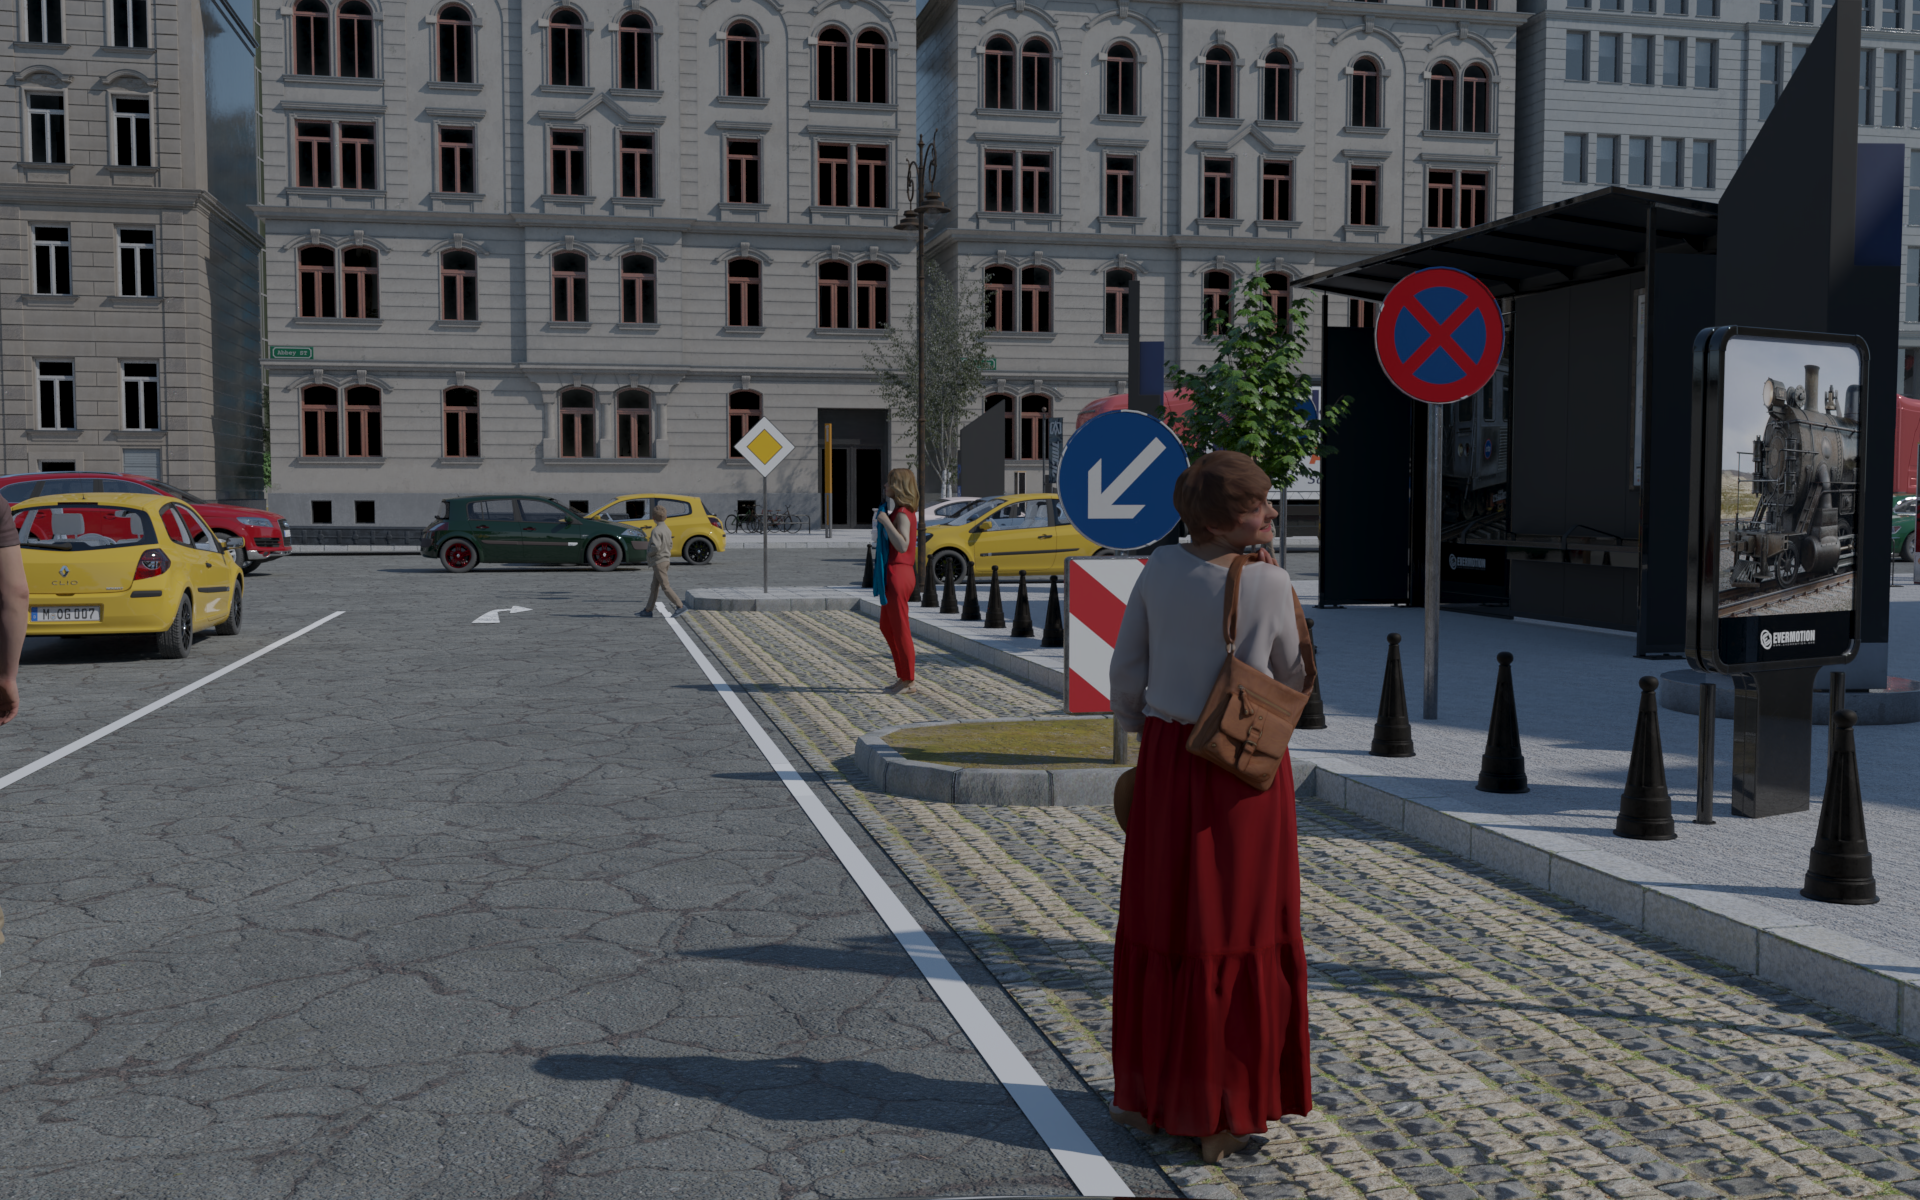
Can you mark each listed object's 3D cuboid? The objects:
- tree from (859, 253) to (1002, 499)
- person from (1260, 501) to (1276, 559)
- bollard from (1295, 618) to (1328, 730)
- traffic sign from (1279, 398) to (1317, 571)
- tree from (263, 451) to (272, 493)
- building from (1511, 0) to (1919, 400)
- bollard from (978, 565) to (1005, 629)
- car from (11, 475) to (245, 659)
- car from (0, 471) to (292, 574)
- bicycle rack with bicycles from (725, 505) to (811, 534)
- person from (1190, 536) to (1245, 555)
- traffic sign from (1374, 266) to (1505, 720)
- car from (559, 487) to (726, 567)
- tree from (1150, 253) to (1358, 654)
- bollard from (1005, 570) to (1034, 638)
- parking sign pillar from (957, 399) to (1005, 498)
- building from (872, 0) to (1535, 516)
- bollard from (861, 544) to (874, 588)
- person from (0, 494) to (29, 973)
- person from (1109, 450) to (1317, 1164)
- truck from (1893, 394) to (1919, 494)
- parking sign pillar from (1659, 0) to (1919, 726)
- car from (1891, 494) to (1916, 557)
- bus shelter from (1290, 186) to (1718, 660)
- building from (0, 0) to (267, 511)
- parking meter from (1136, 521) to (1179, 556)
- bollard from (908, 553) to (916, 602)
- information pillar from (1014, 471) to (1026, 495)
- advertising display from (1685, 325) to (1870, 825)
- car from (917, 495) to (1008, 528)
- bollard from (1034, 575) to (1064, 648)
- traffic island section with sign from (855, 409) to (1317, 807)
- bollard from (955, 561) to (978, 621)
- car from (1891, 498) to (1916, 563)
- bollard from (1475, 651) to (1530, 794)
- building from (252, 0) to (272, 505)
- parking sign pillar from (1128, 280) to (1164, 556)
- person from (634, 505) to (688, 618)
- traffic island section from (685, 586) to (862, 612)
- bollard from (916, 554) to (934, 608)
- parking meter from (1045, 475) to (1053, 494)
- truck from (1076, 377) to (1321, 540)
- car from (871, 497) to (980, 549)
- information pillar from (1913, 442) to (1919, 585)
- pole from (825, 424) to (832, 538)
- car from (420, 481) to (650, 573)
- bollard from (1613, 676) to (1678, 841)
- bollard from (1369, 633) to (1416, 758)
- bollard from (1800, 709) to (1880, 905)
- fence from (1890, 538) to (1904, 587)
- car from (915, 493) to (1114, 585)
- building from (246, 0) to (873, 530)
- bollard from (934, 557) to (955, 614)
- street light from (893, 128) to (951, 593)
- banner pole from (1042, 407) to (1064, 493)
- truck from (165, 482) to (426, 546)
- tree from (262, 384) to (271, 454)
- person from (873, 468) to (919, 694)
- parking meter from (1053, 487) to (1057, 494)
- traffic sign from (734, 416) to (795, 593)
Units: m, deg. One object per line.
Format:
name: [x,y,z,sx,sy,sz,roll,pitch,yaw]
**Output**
tree: [-0.660,-6.276,52.971,4.360,8.622,3.978,0,3,0]
person: [5.801,-1.226,32.813,0.640,1.303,0.475,-1,4,-20]
bollard: [1.907,0.399,9.518,0.229,0.601,0.229,0,3,0]
traffic sign: [3.832,-1.248,20.507,0.768,2.556,0.104,0,4,-3]
tree: [-46.238,-7.958,113.835,4.285,4.588,4.351,0,3,0]
building: [35.695,-18.202,75.090,29.804,29.767,11.434,-1,4,-12]
bollard: [0.335,-0.034,16.596,0.229,0.601,0.229,0,3,0]
car: [-7.893,-0.370,16.279,2.015,1.641,3.980,-1,4,-13]
car: [-14.383,-1.300,29.932,5.304,1.827,2.281,-1,4,-12]
bicycle rack with bicycles: [-6.305,-2.635,56.465,2.925,0.926,2.852,-2,4,-32]
person: [3.873,-0.769,26.574,1.012,1.151,0.738,0,4,-3]
traffic sign: [2.684,-0.593,9.804,0.768,2.556,0.104,-1,4,-8]
car: [-6.765,-1.527,35.187,3.980,1.641,2.015,-1,4,-13]
tree: [2.500,-1.189,14.043,1.663,3.219,1.824,0,3,0]
bollard: [0.562,0.029,15.570,0.229,0.601,0.229,0,3,0]
parking sign pillar: [0.599,-3.726,49.395,1.447,3.967,1.447,-1,4,-16]
building: [9.363,-17.324,70.644,23.554,28.519,14.401,-1,4,-12]
bollard: [-1.241,-0.468,23.691,0.229,0.601,0.229,0,3,0]
person: [-2.998,0.224,4.970,0.434,1.807,0.598,3,5,40]
person: [0.533,0.438,3.802,0.523,1.526,0.387,3,5,40]
truck: [21.261,-3.415,44.756,11.283,4.237,2.839,-1,4,-12]
parking sign pillar: [4.939,-1.328,10.184,1.447,3.967,1.447,0,4,-3]
car: [22.317,-1.751,40.425,4.920,1.459,2.131,-1,4,-12]
bus shelter: [5.145,-1.540,16.458,1.731,3.624,6.357,-1,4,-12]
building: [-37.887,-16.017,59.143,25.104,27.353,12.463,-1,4,-12]
parking meter: [1.916,-0.683,16.885,0.399,1.863,0.255,2,4,35]
bollard: [-0.562,-0.281,20.637,0.229,0.601,0.229,0,3,0]
information pillar: [1.952,-3.174,56.386,0.304,2.012,0.304,-2,4,-24]
advertising display: [3.263,-0.104,6.913,0.974,1.923,0.123,-2,4,-31]
car: [0.665,-1.427,35.339,4.499,1.417,2.014,-1,4,-11]
bollard: [0.788,0.091,14.558,0.229,0.601,0.229,0,3,0]
traffic island section with sign: [0.507,-0.015,8.869,1.989,1.847,2.006,-1,4,-12]
bollard: [0.113,-0.095,17.598,0.229,0.601,0.229,0,3,0]
car: [21.228,-1.562,37.342,4.920,1.459,2.131,-1,4,-13]
bollard: [2.355,0.522,7.500,0.229,0.601,0.229,0,3,0]
building: [-90.235,-47.460,214.226,20.611,71.187,20.563,-1,4,-12]
parking sign pillar: [2.393,-2.086,22.582,1.447,3.967,1.447,0,4,6]
person: [-3.459,-0.441,19.981,0.640,1.303,0.475,0,4,-1]
traffic island section: [-2.498,-0.010,22.438,2.009,0.180,2.903,-1,4,-12]
bollard: [-0.339,-0.220,19.635,0.229,0.601,0.229,0,3,0]
parking meter: [2.661,-2.851,52.321,0.255,1.863,0.399,0,4,5]
truck: [7.778,-3.292,42.732,11.283,4.237,2.839,-1,4,-11]
car: [0.472,-1.537,37.489,4.827,1.381,2.083,-1,4,-14]
information pillar: [13.705,-1.219,24.427,0.304,2.012,0.304,0,4,-2]
pole: [-3.816,-3.448,50.211,0.158,3.312,0.155,0,3,0]
car: [-7.888,-1.380,32.355,4.222,1.686,2.009,-1,4,-11]
bollard: [2.577,0.584,6.497,0.229,0.601,0.229,0,3,0]
bollard: [2.130,0.460,8.516,0.229,0.601,0.229,0,3,0]
bollard: [2.800,0.645,5.495,0.229,0.601,0.229,0,3,0]
fence: [12.683,-0.580,24.858,0.278,0.683,2.069,-1,4,-11]
car: [0.801,-1.065,27.639,3.980,1.641,2.015,-1,4,-12]
building: [-13.651,-17.018,65.637,23.554,28.519,14.401,-1,4,-12]
bollard: [-0.115,-0.158,18.617,0.229,0.601,0.229,0,3,0]
street light: [-0.499,-3.034,22.396,0.468,5.910,1.993,-1,4,-12]
banner pole: [2.614,-3.658,49.829,0.863,3.779,0.401,2,4,33]
truck: [-17.278,-3.102,40.471,18.799,4.110,2.967,-1,4,-12]
tree: [-48.508,-11.709,125.855,7.601,10.594,8.767,-3,5,-42]
person: [-0.470,-0.131,12.341,0.444,1.614,0.593,2,4,25]
parking meter: [3.137,-3.102,59.121,0.372,1.533,0.369,0,3,0]
traffic sign: [-2.519,-1.145,22.356,0.795,2.450,0.064,-1,4,-12]
